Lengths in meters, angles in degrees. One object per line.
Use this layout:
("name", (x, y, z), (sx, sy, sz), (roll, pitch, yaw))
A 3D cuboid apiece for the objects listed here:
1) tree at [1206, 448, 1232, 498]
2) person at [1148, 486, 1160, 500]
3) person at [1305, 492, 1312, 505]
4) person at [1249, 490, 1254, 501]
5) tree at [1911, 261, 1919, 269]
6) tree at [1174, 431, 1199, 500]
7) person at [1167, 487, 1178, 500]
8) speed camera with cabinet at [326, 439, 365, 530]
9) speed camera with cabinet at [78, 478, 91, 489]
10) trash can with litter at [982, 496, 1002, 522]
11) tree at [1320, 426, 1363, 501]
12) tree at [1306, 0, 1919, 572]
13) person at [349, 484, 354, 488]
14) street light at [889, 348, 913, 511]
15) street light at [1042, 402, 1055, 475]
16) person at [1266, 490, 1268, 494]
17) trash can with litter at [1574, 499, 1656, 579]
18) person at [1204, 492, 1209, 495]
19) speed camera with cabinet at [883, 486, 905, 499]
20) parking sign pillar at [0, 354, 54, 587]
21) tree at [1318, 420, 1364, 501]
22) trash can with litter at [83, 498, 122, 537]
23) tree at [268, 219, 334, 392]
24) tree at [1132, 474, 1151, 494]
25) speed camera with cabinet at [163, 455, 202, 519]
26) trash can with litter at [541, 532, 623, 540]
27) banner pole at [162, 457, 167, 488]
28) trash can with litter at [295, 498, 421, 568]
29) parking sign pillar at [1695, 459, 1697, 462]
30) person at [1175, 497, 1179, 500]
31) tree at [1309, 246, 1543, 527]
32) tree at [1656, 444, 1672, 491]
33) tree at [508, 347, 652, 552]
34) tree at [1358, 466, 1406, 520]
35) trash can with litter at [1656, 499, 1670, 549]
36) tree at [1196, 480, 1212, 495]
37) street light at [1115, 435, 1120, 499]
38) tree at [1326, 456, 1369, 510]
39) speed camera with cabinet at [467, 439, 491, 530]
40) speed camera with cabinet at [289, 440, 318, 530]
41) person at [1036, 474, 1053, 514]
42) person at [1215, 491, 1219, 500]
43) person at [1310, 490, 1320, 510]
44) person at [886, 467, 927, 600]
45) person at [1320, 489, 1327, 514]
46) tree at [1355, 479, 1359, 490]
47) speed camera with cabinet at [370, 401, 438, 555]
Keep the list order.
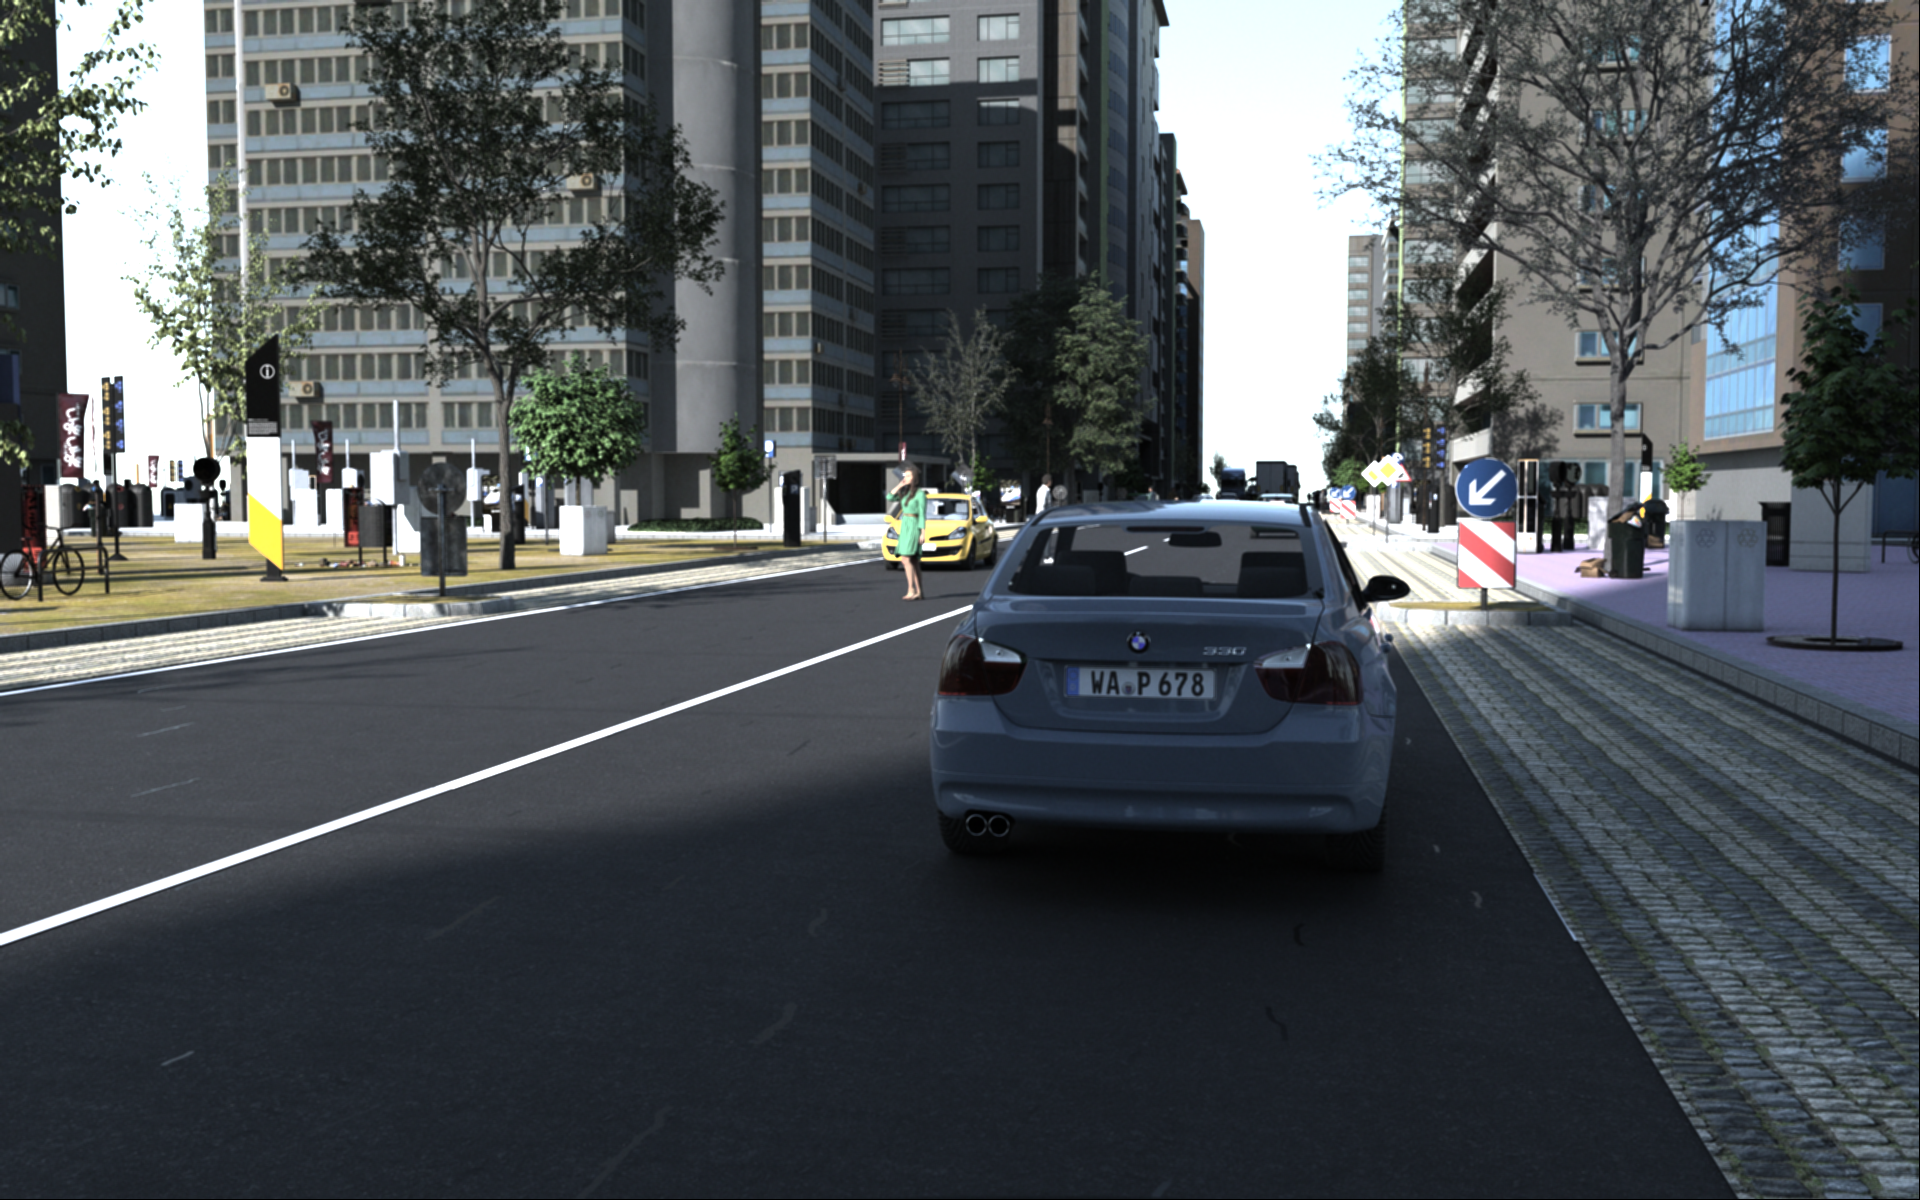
("tree", (42.755, -20.340, 282.913), (4.737, 8.622, 4.395), (0, 3, 0))
("person", (9.656, -4.832, 87.493), (0.794, 1.824, 0.713), (-2, 4, -27))
("person", (44.363, -12.947, 220.712), (0.750, 1.759, 0.617), (-3, 4, -36))
("person", (26.030, -8.954, 154.902), (0.705, 1.822, 1.348), (1, 4, 21))
("tree", (21.830, -5.202, 35.408), (4.737, 8.622, 4.395), (0, 3, 0))
("tree", (25.971, -15.410, 202.311), (4.360, 8.622, 3.978), (0, 3, 0))
("person", (12.491, -5.679, 101.268), (0.656, 1.842, 0.836), (-1, 4, -22))
("speed camera with cabinet", (-22.001, -4.140, 62.029), (0.660, 3.252, 2.038), (0, 4, 4))
("speed camera with cabinet", (-49.479, -6.314, 97.562), (0.660, 3.252, 2.038), (-1, 4, -13))
("trash can with litter", (1.086, -4.231, 80.231), (1.678, 1.210, 2.233), (-2, 4, -34))
("tree", (39.620, -14.072, 180.444), (4.360, 8.622, 3.978), (0, 3, 0))
("tree", (11.028, -7.234, 28.650), (12.009, 13.543, 11.850), (0, 3, 0))
("person", (-18.470, -2.689, 53.130), (0.598, 1.740, 0.731), (0, 4, -3))
("street light", (-1.871, -5.031, 55.039), (0.468, 5.910, 1.993), (1, 4, 11))
("street light", (4.454, -7.010, 87.406), (0.468, 5.910, 1.993), (1, 4, 11))
("person", (23.592, -7.558, 132.788), (1.217, 1.736, 0.721), (3, 5, 44))
("trash can with litter", (9.932, -0.920, 26.430), (1.055, 1.170, 0.624), (3, 5, 39))
("person", (28.583, -11.711, 200.782), (0.742, 1.727, 0.445), (2, 4, 27))
("speed camera with cabinet", (-3.737, -6.044, 93.150), (2.038, 3.252, 0.660), (1, 4, 23))
("parking sign pillar", (-13.632, -2.198, 24.404), (1.447, 3.967, 1.447), (-3, 5, -40))
("tree", (38.047, -13.524, 171.477), (4.737, 8.622, 4.395), (0, 3, 0))
("trash can with litter", (-25.607, -2.470, 51.773), (0.624, 1.170, 1.055), (1, 4, 11))
("tree", (-16.253, -5.357, 37.943), (4.737, 8.622, 4.395), (0, 3, 0))
("tree", (14.798, -8.971, 141.275), (1.663, 3.219, 1.824), (0, 3, 0))
("speed camera with cabinet", (-39.327, -5.703, 87.587), (2.038, 3.252, 0.660), (1, 4, 22))
("trash can with litter", (-10.471, -2.286, 48.427), (2.233, 1.210, 1.678), (2, 4, 28))
("banner pole", (-53.109, -7.686, 115.690), (0.863, 3.779, 0.401), (3, 5, 44))
("trash can with litter", (-10.720, -1.206, 30.776), (2.233, 1.210, 1.678), (1, 4, 16))
("parking sign pillar", (29.874, -4.916, 68.848), (1.447, 3.967, 1.447), (1, 4, 18))
("person", (8.347, -3.298, 66.695), (0.640, 1.303, 0.475), (3, 5, 44))
("tree", (18.257, -8.060, 66.186), (7.601, 10.594, 8.767), (-3, 4, -37))
("tree", (24.080, -3.854, 57.621), (1.663, 3.219, 1.824), (0, 3, 0))
("tree", (-8.623, -3.388, 39.115), (4.285, 4.588, 4.351), (0, 3, 0))
("tree", (21.381, -5.648, 86.948), (1.663, 3.219, 1.824), (0, 3, 0))
("trash can with litter", (16.462, -1.803, 40.860), (0.624, 1.170, 1.055), (1, 4, 17))
("tree", (31.626, -14.240, 227.420), (1.663, 3.219, 1.824), (0, 3, 0))
("street light", (10.785, -8.961, 119.303), (0.468, 5.910, 1.993), (1, 4, 11))
("tree", (32.652, -9.798, 143.908), (4.285, 4.588, 4.351), (0, 3, 0))
("speed camera with cabinet", (-16.803, -4.124, 61.770), (2.038, 3.252, 0.660), (3, 5, 44))
("speed camera with cabinet", (-23.820, -4.191, 62.853), (0.660, 3.252, 2.038), (-2, 4, -31))
("person", (1.671, -1.696, 36.068), (0.795, 1.843, 0.661), (0, 4, 3))
("person", (32.786, -12.978, 220.693), (0.705, 1.824, 1.348), (-1, 4, -16))
("person", (26.443, -7.311, 128.554), (1.217, 1.766, 0.721), (-2, 4, -30))
("person", (-0.632, -0.896, 23.395), (0.600, 1.795, 0.529), (3, 5, 39))
("person", (26.095, -7.070, 124.289), (0.583, 1.804, 0.606), (1, 4, 19))
("tree", (27.477, -7.509, 117.371), (1.663, 3.219, 1.824), (0, 3, 0))
("speed camera with cabinet", (-11.963, -2.635, 37.420), (0.660, 3.252, 2.038), (1, 4, 11))
